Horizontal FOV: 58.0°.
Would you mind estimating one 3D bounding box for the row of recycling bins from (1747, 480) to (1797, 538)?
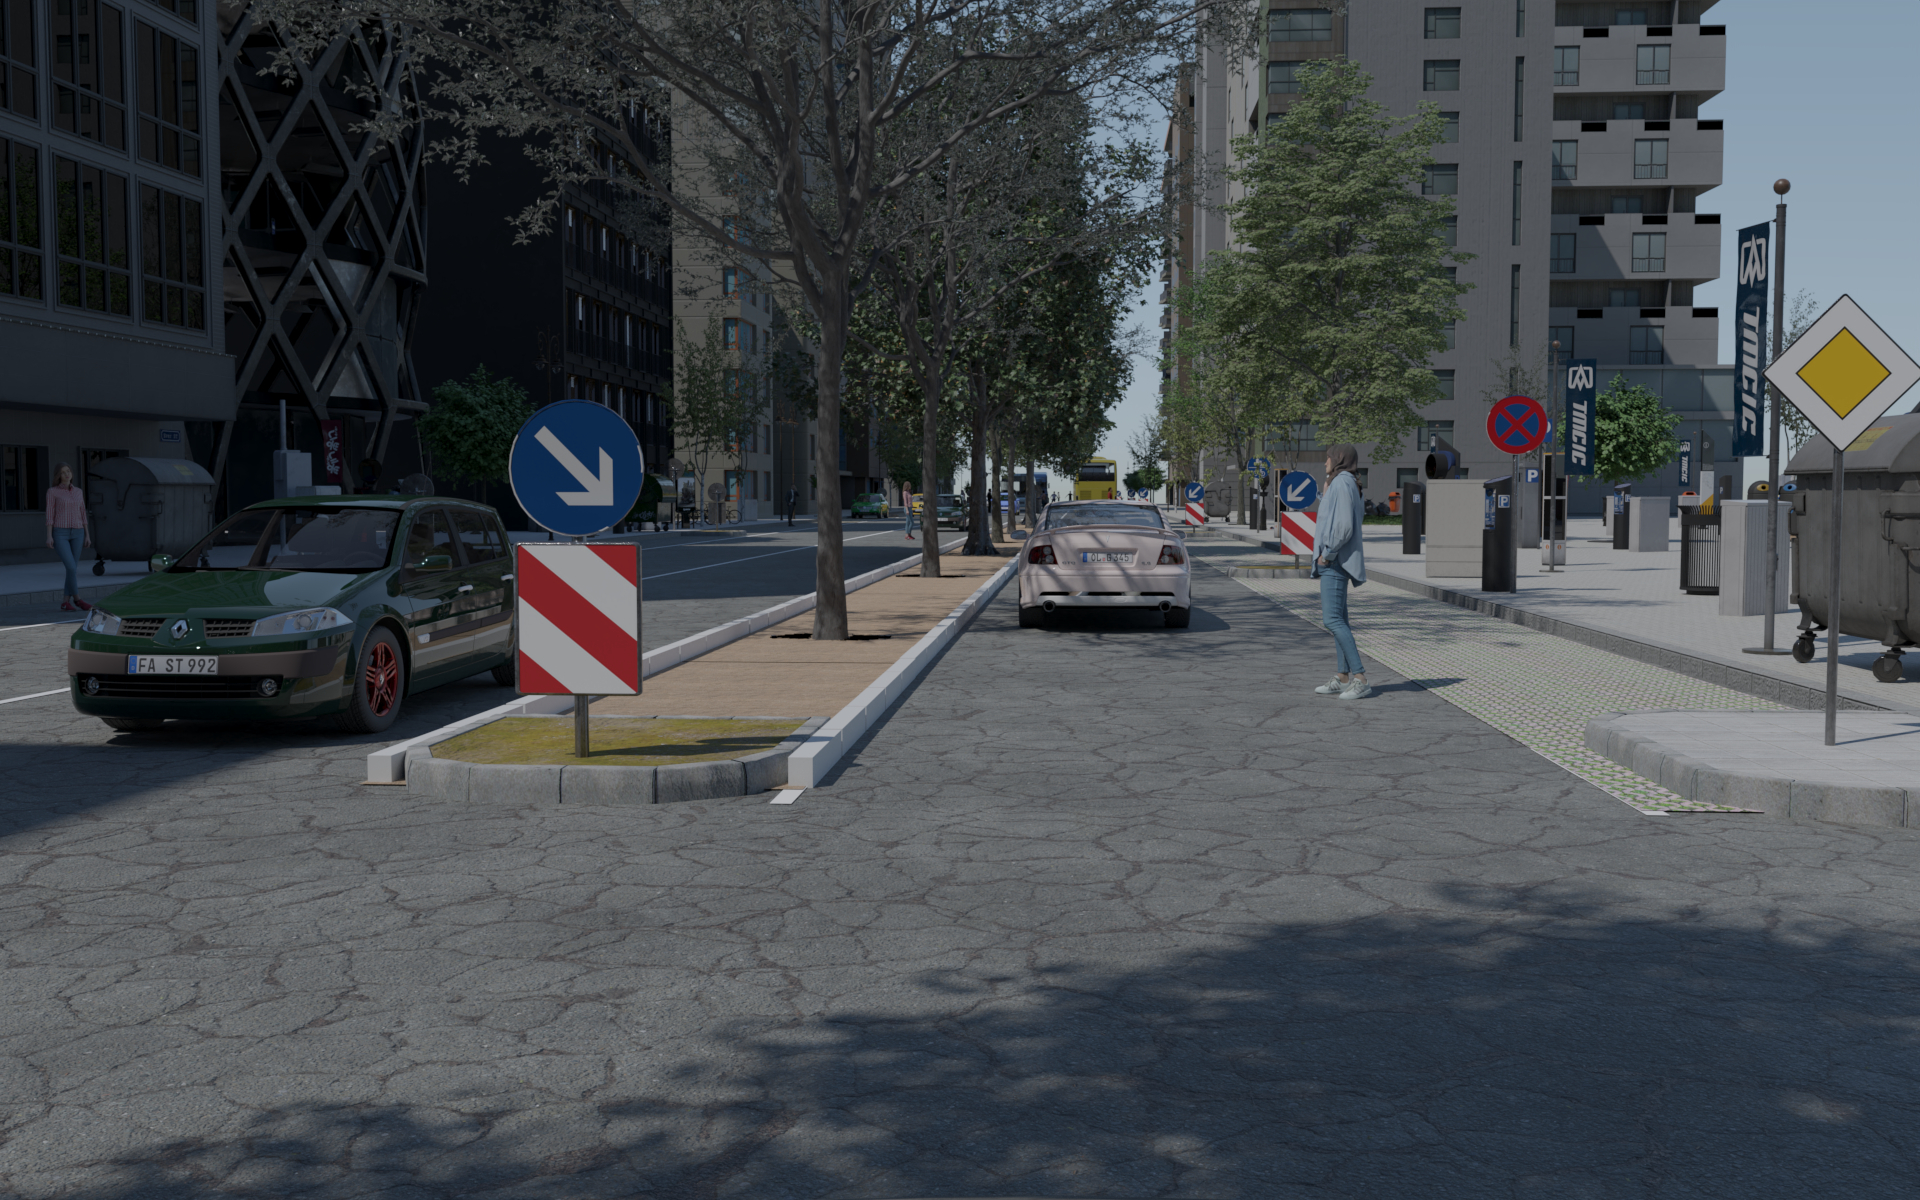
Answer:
[{"bbox_3d":[24.976,-2.686,51.021,1.069,1.692,3.534,-3,5,-42],"label":"row of recycling bins"}]

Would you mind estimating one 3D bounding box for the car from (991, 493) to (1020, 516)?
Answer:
[{"bbox_3d":[3.078,-6.513,116.072,1.945,1.707,3.694,0,4,6],"label":"car"}]

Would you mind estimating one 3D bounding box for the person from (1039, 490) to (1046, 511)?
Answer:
[{"bbox_3d":[6.874,-8.269,144.404,0.721,1.736,1.217,2,4,28],"label":"person"}]

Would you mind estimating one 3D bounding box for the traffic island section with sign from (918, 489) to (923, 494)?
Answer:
[{"bbox_3d":[-2.931,-7.787,135.940,1.989,1.847,2.006,0,4,4],"label":"traffic island section with sign"}]

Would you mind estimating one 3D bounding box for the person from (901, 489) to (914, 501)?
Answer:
[{"bbox_3d":[-3.639,-7.204,126.375,1.348,1.812,0.705,1,4,18],"label":"person"}]

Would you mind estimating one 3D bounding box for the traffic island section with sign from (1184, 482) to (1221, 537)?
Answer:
[{"bbox_3d":[7.689,-3.015,57.921,1.989,1.847,2.006,0,4,4],"label":"traffic island section with sign"}]

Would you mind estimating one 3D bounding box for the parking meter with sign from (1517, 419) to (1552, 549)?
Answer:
[{"bbox_3d":[13.439,-2.731,40.908,0.543,3.016,1.738,0,4,1],"label":"parking meter with sign"}]

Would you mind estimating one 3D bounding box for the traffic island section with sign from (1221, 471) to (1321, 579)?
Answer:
[{"bbox_3d":[5.670,-1.311,30.067,1.989,1.847,2.006,0,4,4],"label":"traffic island section with sign"}]

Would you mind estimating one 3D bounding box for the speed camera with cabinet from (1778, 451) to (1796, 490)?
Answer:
[{"bbox_3d":[38.523,-5.206,79.449,2.038,3.252,0.660,0,4,-4],"label":"speed camera with cabinet"}]

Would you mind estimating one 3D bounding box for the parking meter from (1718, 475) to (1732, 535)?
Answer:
[{"bbox_3d":[23.838,-2.952,53.979,0.255,1.863,0.399,0,4,0],"label":"parking meter"}]

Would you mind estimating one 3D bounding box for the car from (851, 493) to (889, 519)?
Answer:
[{"bbox_3d":[-5.261,-5.661,101.357,1.959,1.807,4.718,0,4,5],"label":"car"}]

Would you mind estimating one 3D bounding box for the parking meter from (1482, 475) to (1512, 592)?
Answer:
[{"bbox_3d":[7.071,-0.879,22.789,0.372,1.533,0.369,0,3,0],"label":"parking meter"}]

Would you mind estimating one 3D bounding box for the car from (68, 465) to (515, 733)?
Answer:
[{"bbox_3d":[-4.189,-0.116,11.679,2.009,1.686,4.222,0,4,5],"label":"car"}]

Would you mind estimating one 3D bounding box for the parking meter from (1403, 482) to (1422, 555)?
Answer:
[{"bbox_3d":[9.608,-1.736,36.803,0.372,1.533,0.369,0,3,0],"label":"parking meter"}]

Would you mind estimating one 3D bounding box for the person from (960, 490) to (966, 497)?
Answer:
[{"bbox_3d":[0.165,-6.918,122.274,0.621,1.740,0.551,0,4,-4],"label":"person"}]

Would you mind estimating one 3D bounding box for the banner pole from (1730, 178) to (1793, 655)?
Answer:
[{"bbox_3d":[6.501,-1.472,14.082,0.401,3.779,0.863,0,4,-5],"label":"banner pole"}]

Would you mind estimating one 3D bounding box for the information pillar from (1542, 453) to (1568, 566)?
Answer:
[{"bbox_3d":[10.643,-1.621,30.992,0.304,2.012,0.304,-1,4,-20],"label":"information pillar"}]

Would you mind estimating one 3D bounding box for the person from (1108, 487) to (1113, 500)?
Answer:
[{"bbox_3d":[8.757,-5.639,100.634,0.705,1.831,1.348,1,4,13],"label":"person"}]

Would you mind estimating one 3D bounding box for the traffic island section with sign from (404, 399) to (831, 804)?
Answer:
[{"bbox_3d":[-1.792,-0.051,8.964,2.006,1.907,1.989,0,4,4],"label":"traffic island section with sign"}]

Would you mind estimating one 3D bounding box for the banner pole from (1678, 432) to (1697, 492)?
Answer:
[{"bbox_3d":[29.311,-4.874,69.705,0.401,3.779,0.863,-3,5,-41],"label":"banner pole"}]

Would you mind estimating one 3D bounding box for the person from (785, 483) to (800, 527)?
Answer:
[{"bbox_3d":[-7.418,-4.216,76.793,0.474,1.900,0.648,2,4,32],"label":"person"}]

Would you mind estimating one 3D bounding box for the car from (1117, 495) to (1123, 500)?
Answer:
[{"bbox_3d":[18.876,-12.203,209.745,2.015,1.641,3.980,0,4,3],"label":"car"}]

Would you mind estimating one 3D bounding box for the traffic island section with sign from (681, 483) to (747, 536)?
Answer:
[{"bbox_3d":[-8.439,-3.128,59.778,1.989,1.847,2.006,0,4,4],"label":"traffic island section with sign"}]

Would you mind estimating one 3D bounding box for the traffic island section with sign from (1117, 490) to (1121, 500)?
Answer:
[{"bbox_3d":[13.295,-7.763,135.558,1.989,1.847,2.006,0,4,4],"label":"traffic island section with sign"}]

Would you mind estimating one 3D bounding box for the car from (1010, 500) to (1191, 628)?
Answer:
[{"bbox_3d":[1.610,-0.466,19.978,2.083,1.381,4.827,0,4,3],"label":"car"}]

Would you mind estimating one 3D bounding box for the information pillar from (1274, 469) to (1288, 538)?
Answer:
[{"bbox_3d":[9.384,-2.822,50.632,0.304,2.012,0.304,-1,4,-13],"label":"information pillar"}]

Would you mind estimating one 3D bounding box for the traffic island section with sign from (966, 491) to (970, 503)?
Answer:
[{"bbox_3d":[1.087,-11.180,191.423,1.989,1.847,2.006,0,4,4],"label":"traffic island section with sign"}]

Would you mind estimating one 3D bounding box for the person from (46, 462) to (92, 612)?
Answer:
[{"bbox_3d":[-10.897,-0.772,21.129,0.388,1.821,0.555,1,4,22],"label":"person"}]

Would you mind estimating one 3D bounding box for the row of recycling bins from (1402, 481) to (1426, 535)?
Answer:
[{"bbox_3d":[15.232,-2.836,53.481,1.069,1.692,3.534,-3,5,-43],"label":"row of recycling bins"}]

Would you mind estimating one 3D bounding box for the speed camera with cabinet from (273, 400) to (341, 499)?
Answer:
[{"bbox_3d":[-13.619,-2.556,36.122,0.660,3.252,2.038,-3,5,-44],"label":"speed camera with cabinet"}]

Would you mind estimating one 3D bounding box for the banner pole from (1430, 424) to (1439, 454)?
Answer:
[{"bbox_3d":[17.145,-4.440,62.616,0.401,3.779,0.863,0,4,-6],"label":"banner pole"}]

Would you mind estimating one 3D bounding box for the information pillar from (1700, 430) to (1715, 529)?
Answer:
[{"bbox_3d":[27.203,-4.388,63.093,0.504,3.616,0.183,-1,4,-8],"label":"information pillar"}]

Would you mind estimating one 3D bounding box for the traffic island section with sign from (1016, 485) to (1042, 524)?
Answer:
[{"bbox_3d":[3.621,-4.634,83.908,2.006,1.907,1.989,0,4,4],"label":"traffic island section with sign"}]

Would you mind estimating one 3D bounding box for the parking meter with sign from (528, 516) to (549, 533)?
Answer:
[{"bbox_3d":[-14.222,-3.792,58.268,0.543,3.016,1.738,-2,4,-34],"label":"parking meter with sign"}]

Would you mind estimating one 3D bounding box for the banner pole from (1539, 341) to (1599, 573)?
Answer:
[{"bbox_3d":[9.934,-2.339,28.255,0.863,3.779,0.401,2,4,25],"label":"banner pole"}]

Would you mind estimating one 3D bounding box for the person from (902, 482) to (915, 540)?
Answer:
[{"bbox_3d":[-1.610,-2.801,54.308,0.388,1.821,0.555,0,4,3],"label":"person"}]

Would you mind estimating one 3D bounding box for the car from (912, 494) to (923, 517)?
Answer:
[{"bbox_3d":[-2.335,-5.916,106.956,2.015,1.641,3.980,0,4,4],"label":"car"}]

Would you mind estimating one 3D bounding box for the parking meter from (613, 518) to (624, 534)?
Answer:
[{"bbox_3d":[-11.022,-2.903,55.867,0.372,1.533,0.369,0,3,0],"label":"parking meter"}]

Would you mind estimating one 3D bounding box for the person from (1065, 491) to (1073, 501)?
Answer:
[{"bbox_3d":[12.932,-11.895,202.993,1.348,1.822,0.705,-1,4,-10],"label":"person"}]

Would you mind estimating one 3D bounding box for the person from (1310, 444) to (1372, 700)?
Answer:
[{"bbox_3d":[2.730,-0.219,12.344,0.793,1.790,0.793,-1,4,-17],"label":"person"}]

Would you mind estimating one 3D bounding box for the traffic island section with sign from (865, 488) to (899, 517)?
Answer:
[{"bbox_3d":[-4.891,-6.131,108.866,1.989,1.847,2.006,0,4,4],"label":"traffic island section with sign"}]

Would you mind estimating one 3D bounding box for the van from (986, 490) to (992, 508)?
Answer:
[{"bbox_3d":[3.432,-10.379,176.702,2.013,2.044,4.112,0,4,6],"label":"van"}]

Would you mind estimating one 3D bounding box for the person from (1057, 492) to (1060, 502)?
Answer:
[{"bbox_3d":[13.435,-13.765,234.345,0.721,1.735,1.217,0,4,-5],"label":"person"}]

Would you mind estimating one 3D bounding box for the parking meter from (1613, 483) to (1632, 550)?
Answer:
[{"bbox_3d":[15.295,-1.932,40.004,0.372,1.533,0.369,0,3,0],"label":"parking meter"}]

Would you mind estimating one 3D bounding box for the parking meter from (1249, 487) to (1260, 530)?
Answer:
[{"bbox_3d":[10.610,-3.298,62.333,0.372,1.533,0.369,0,3,0],"label":"parking meter"}]

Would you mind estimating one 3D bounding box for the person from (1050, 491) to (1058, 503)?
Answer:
[{"bbox_3d":[9.324,-9.954,172.183,0.756,1.711,0.436,1,4,19],"label":"person"}]

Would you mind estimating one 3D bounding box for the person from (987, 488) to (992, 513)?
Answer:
[{"bbox_3d":[2.260,-7.432,129.643,0.705,1.869,1.348,-1,4,-17],"label":"person"}]

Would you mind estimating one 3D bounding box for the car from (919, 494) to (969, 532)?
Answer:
[{"bbox_3d":[-0.531,-3.501,67.028,2.009,1.686,4.222,0,4,5],"label":"car"}]

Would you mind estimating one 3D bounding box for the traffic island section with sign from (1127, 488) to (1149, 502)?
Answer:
[{"bbox_3d":[11.361,-6.116,108.626,1.989,1.847,2.006,0,4,4],"label":"traffic island section with sign"}]

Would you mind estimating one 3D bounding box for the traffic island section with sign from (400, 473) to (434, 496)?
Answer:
[{"bbox_3d":[-10.404,-1.468,32.626,1.989,1.847,2.006,0,4,4],"label":"traffic island section with sign"}]
